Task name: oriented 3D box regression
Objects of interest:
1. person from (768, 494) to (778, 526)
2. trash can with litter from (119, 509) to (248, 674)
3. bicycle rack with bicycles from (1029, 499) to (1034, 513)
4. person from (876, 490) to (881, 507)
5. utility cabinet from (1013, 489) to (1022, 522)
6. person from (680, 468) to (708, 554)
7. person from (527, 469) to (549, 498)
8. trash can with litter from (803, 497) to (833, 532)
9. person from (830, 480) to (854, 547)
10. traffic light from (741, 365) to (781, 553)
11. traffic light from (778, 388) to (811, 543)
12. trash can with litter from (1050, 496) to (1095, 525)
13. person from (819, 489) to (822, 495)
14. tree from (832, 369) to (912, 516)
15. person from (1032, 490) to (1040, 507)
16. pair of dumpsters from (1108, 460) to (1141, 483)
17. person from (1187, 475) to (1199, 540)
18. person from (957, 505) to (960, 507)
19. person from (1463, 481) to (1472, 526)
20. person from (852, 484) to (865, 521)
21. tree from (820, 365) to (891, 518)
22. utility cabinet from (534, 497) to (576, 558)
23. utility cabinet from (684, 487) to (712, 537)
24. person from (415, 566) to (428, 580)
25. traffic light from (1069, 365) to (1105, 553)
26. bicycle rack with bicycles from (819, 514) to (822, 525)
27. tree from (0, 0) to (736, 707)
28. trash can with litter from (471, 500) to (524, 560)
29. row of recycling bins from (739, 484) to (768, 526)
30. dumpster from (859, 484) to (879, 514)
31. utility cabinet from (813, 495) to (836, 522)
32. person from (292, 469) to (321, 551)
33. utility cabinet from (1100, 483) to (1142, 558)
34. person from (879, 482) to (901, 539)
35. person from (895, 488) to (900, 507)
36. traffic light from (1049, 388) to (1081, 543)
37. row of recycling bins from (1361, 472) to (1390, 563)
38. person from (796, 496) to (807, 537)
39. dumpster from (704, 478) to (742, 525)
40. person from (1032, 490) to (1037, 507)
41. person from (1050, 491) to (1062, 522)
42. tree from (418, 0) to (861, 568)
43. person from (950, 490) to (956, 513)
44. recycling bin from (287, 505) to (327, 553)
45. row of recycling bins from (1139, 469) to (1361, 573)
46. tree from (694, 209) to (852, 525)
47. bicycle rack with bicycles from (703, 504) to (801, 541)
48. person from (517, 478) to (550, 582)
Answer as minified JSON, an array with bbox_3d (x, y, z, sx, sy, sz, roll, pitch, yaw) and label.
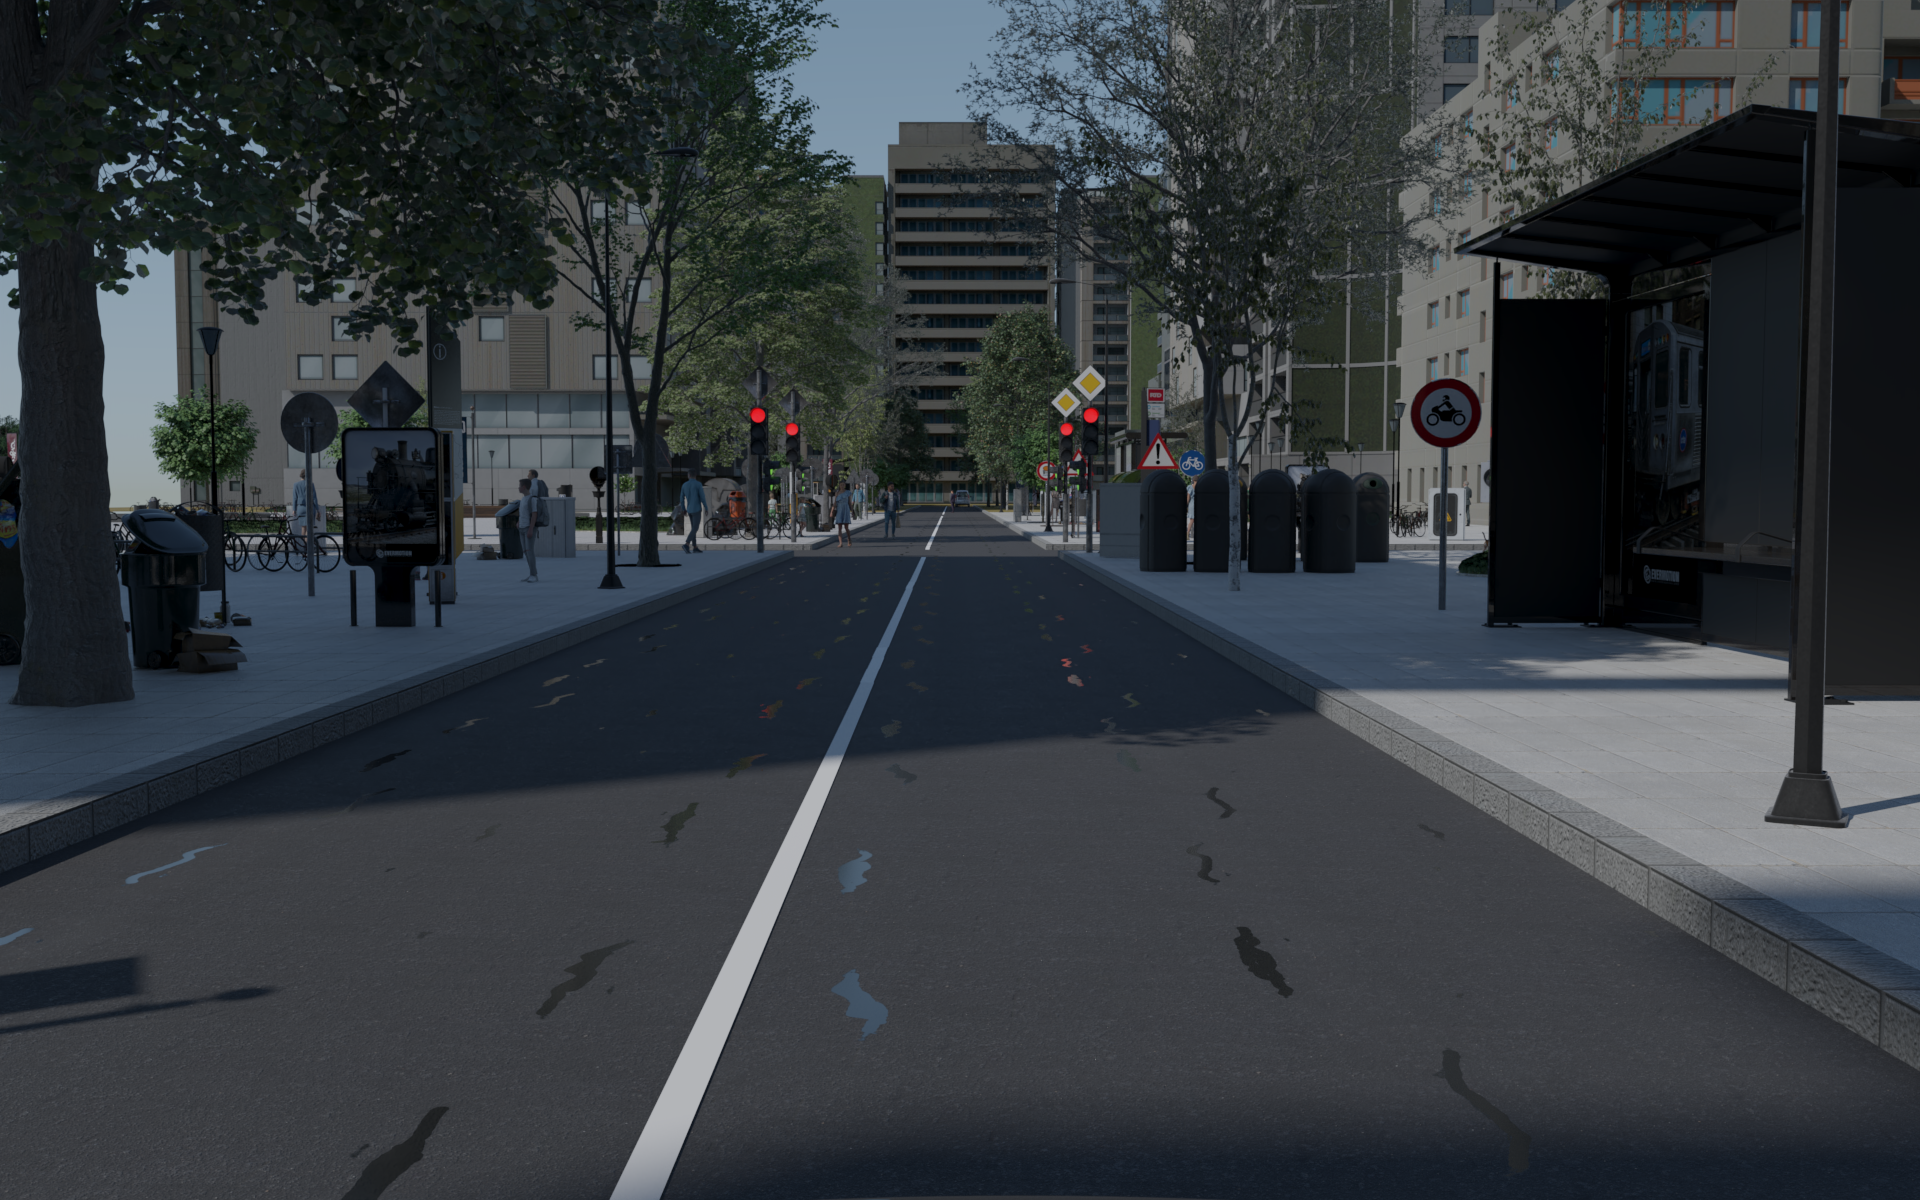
[{"bbox_3d":[-7.376,-3.552,68.369,0.306,1.304,0.590,-2,4,-31],"label":"person"},{"bbox_3d":[-5.667,-0.083,12.749,1.055,1.170,0.624,2,4,31],"label":"trash can with litter"},{"bbox_3d":[5.445,-6.345,117.122,2.852,0.926,2.925,0,4,7],"label":"bicycle rack with bicycles"},{"bbox_3d":[-8.054,-10.068,171.321,0.551,1.740,0.621,-1,4,-13],"label":"person"},{"bbox_3d":[2.666,-4.366,80.062,0.318,1.500,1.173,0,4,-2],"label":"utility cabinet"},{"bbox_3d":[-5.831,-1.934,37.521,0.638,1.841,0.748,3,4,39],"label":"person"},{"bbox_3d":[-9.382,-1.979,38.506,0.850,1.850,0.679,2,4,26],"label":"person"},{"bbox_3d":[-4.847,-2.882,58.510,0.624,1.170,1.055,3,5,42],"label":"trash can with litter"},{"bbox_3d":[-3.177,-2.330,46.685,0.616,1.811,0.778,1,4,15],"label":"person"},{"bbox_3d":[-4.348,-2.987,37.765,0.839,4.253,0.868,0,4,0],"label":"traffic light"},{"bbox_3d":[-4.383,-3.476,45.750,0.839,4.253,0.868,0,4,0],"label":"traffic light"},{"bbox_3d":[4.818,-3.779,72.841,2.233,1.210,1.678,2,4,30],"label":"trash can with litter"},{"bbox_3d":[-11.485,-8.232,141.466,1.217,1.723,0.721,3,4,39],"label":"person"},{"bbox_3d":[-5.272,-9.138,99.776,4.360,8.622,3.978,0,3,0],"label":"tree"},{"bbox_3d":[7.715,-10.076,171.300,1.217,1.766,0.721,0,4,4],"label":"person"},{"bbox_3d":[5.310,-3.046,52.297,1.574,2.255,4.437,0,4,0],"label":"pair of dumpsters"},{"bbox_3d":[6.533,-2.554,47.893,0.616,1.811,0.778,2,4,31],"label":"person"},{"bbox_3d":[-0.172,-11.260,193.535,0.436,1.711,0.756,-1,4,-12],"label":"person"},{"bbox_3d":[20.055,-3.838,68.964,0.661,1.801,0.590,-2,4,-32],"label":"person"},{"bbox_3d":[-4.866,-4.705,83.319,0.601,1.785,0.444,2,4,28],"label":"person"},{"bbox_3d":[-5.386,-8.633,91.509,4.737,8.622,4.395,0,3,0],"label":"tree"},{"bbox_3d":[-8.252,-1.468,35.165,1.020,1.237,0.306,3,4,37],"label":"utility cabinet"},{"bbox_3d":[-7.726,-2.589,51.003,0.318,1.500,1.173,-3,4,-36],"label":"utility cabinet"},{"bbox_3d":[-8.012,-0.947,25.800,0.394,1.301,0.425,2,4,24],"label":"person"},{"bbox_3d":[2.813,-2.990,37.813,0.839,4.253,0.868,0,4,0],"label":"traffic light"},{"bbox_3d":[-6.090,-2.996,62.367,2.852,0.926,2.925,-1,4,-9],"label":"bicycle rack with bicycles"},{"bbox_3d":[-5.389,-6.342,10.352,9.857,13.997,8.962,0,3,0],"label":"tree"},{"bbox_3d":[-8.976,-1.378,33.913,1.055,1.170,0.624,-3,5,-43],"label":"trash can with litter"},{"bbox_3d":[-8.593,-3.939,71.523,1.069,1.692,3.534,0,4,3],"label":"row of recycling bins"},{"bbox_3d":[-6.033,-6.716,112.298,1.502,2.255,1.985,0,3,0],"label":"dumpster"},{"bbox_3d":[-6.247,-4.217,80.110,1.020,1.237,0.306,-1,4,-18],"label":"utility cabinet"},{"bbox_3d":[-14.074,-1.904,37.197,0.581,1.822,0.654,0,4,4],"label":"person"},{"bbox_3d":[3.388,-1.593,34.724,1.173,1.500,0.318,2,4,34],"label":"utility cabinet"},{"bbox_3d":[-2.168,-2.852,55.109,0.794,1.824,0.713,0,4,5],"label":"person"},{"bbox_3d":[-5.098,-8.193,140.674,0.551,1.740,0.621,1,4,22],"label":"person"},{"bbox_3d":[2.778,-3.479,45.798,0.839,4.253,0.868,0,4,0],"label":"traffic light"},{"bbox_3d":[6.469,-1.601,33.284,3.534,1.692,1.069,1,4,22],"label":"row of recycling bins"},{"bbox_3d":[-4.766,-2.471,51.457,0.382,1.210,0.505,-2,4,-26],"label":"person"},{"bbox_3d":[-8.716,-3.527,63.432,1.264,1.857,1.865,0,4,0],"label":"dumpster"},{"bbox_3d":[7.563,-10.330,175.608,0.551,1.740,0.621,1,4,14],"label":"person"},{"bbox_3d":[4.375,-4.489,79.778,0.599,1.781,0.374,1,4,18],"label":"person"},{"bbox_3d":[-5.566,-6.380,30.070,9.928,11.665,9.643,0,3,0],"label":"tree"},{"bbox_3d":[-0.548,-7.542,132.731,0.541,1.710,0.530,-3,5,-39],"label":"person"},{"bbox_3d":[-14.409,-1.568,38.185,0.722,1.027,0.722,-2,4,-29],"label":"recycling bin"},{"bbox_3d":[4.722,-1.310,28.531,3.534,1.692,1.069,1,4,10],"label":"row of recycling bins"},{"bbox_3d":[-5.607,-9.912,72.437,12.009,13.543,11.850,0,3,0],"label":"tree"},{"bbox_3d":[-5.966,-2.187,49.133,2.925,0.926,2.852,-1,4,-16],"label":"bicycle rack with bicycles"},{"bbox_3d":[-6.299,-1.023,25.360,0.503,1.515,0.523,2,4,23],"label":"person"}]
